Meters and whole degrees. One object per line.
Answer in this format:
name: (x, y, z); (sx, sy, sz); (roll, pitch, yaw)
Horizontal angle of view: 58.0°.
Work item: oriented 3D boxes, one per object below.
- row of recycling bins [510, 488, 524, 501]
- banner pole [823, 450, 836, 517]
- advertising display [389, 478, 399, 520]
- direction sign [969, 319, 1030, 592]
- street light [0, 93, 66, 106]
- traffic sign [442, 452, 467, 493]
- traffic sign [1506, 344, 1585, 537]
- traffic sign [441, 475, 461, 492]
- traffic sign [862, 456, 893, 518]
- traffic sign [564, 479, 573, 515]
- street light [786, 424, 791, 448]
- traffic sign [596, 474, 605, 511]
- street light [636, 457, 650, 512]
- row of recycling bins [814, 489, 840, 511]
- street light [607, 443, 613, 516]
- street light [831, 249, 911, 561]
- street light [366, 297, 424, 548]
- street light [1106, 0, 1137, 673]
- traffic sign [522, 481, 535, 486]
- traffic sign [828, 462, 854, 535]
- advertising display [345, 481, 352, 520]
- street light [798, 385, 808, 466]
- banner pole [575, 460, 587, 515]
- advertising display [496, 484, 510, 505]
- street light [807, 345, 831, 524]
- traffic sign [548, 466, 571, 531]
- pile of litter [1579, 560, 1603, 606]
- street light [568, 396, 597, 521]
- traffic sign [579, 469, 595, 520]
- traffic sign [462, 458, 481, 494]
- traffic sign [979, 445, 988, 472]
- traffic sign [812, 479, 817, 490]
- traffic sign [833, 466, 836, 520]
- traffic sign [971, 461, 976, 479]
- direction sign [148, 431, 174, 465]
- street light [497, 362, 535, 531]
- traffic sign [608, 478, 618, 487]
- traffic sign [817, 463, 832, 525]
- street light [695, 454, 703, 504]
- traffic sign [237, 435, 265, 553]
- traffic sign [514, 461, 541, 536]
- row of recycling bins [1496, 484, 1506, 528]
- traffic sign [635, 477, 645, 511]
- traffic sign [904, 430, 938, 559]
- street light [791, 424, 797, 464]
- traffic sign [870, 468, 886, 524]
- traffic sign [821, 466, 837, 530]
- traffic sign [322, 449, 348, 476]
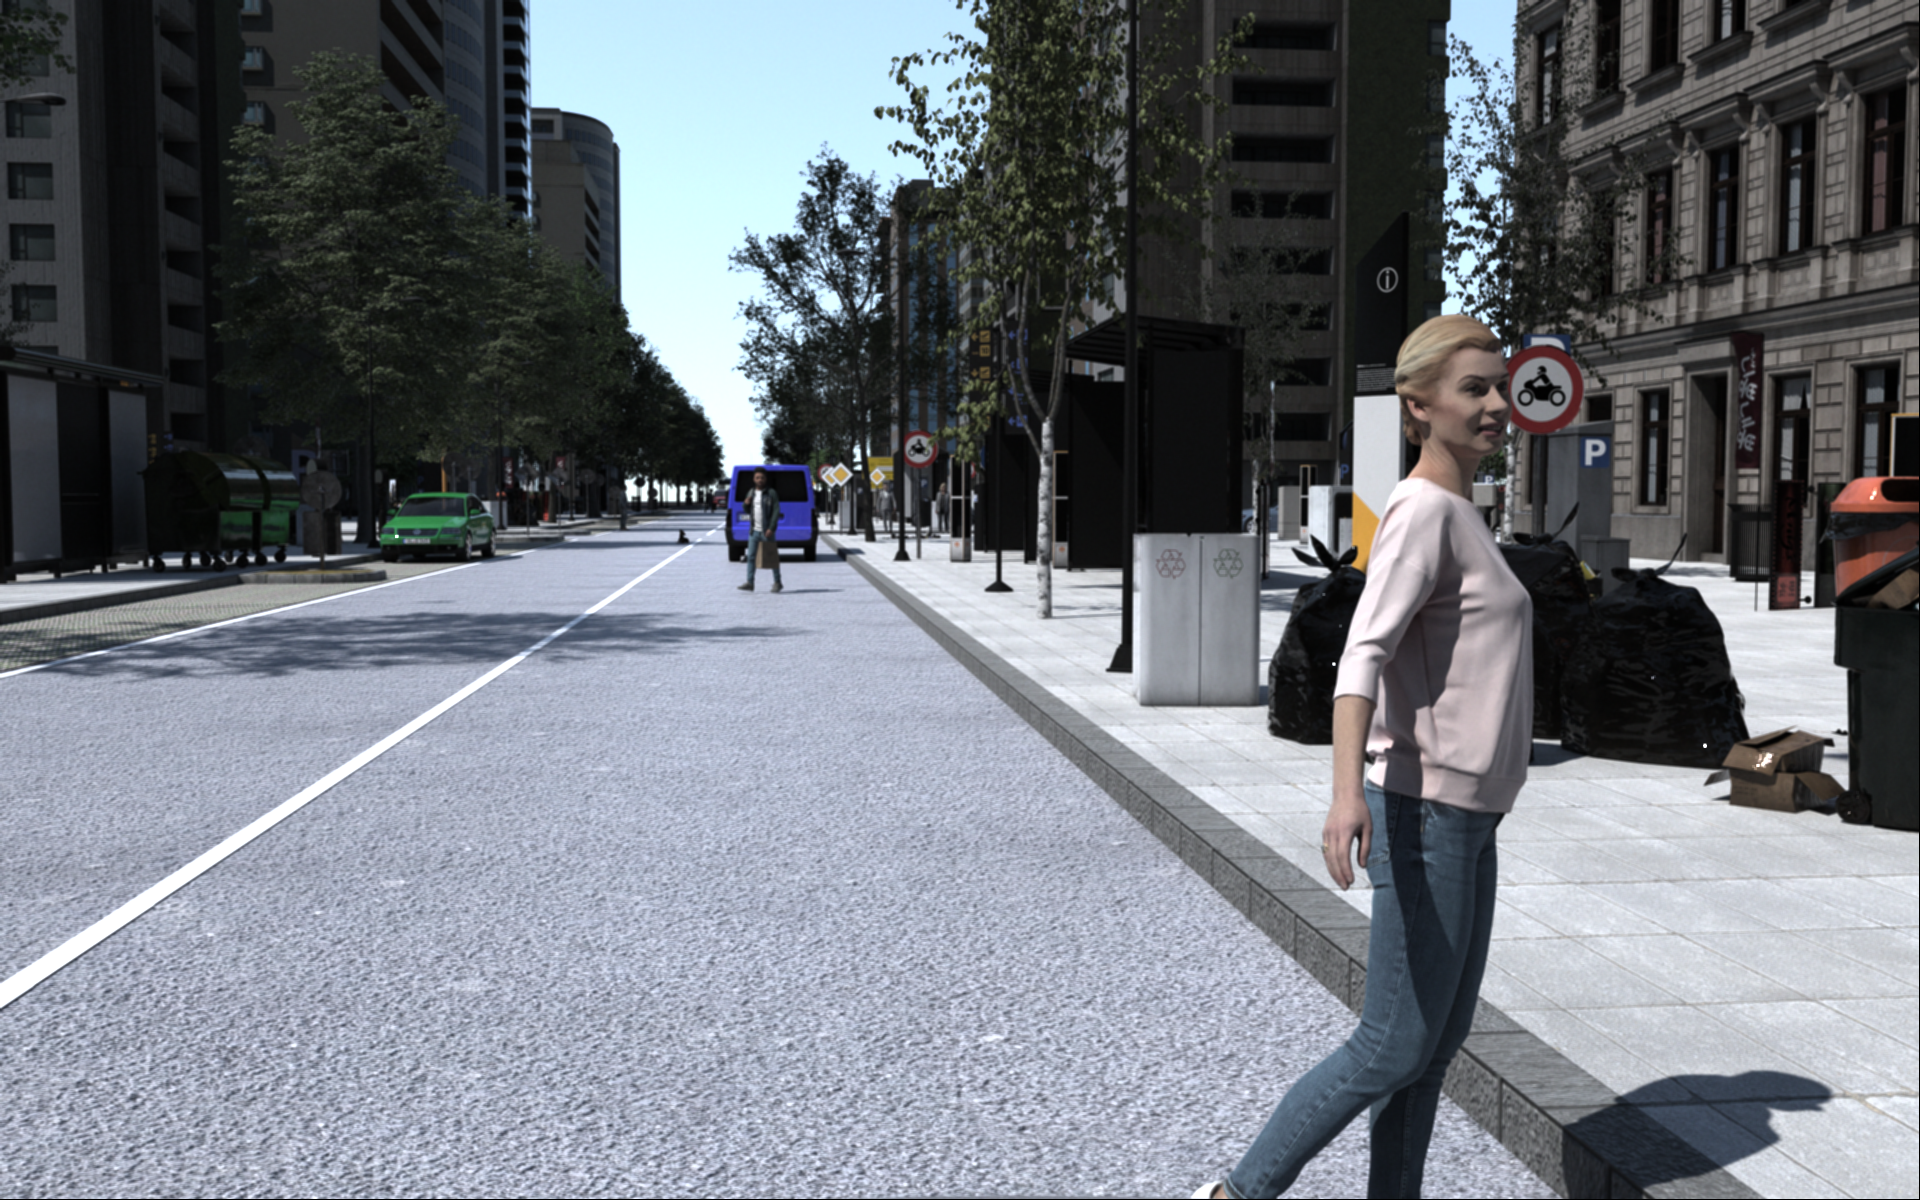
row of recycling bins: (-29.613, -6.642, 115.705); (3.534, 1.692, 1.069); (3, 5, 42)
banner pole: (-7.329, -6.595, 97.844); (0.863, 3.779, 0.401); (-3, 4, -37)
advertising display: (-23.369, -4.056, 71.531); (0.123, 1.923, 0.974); (-2, 4, -34)
direction sign: (0.513, -1.880, 22.740); (0.876, 3.537, 0.379); (2, 4, 27)
street light: (-11.072, -2.915, 20.197); (1.470, 5.913, 1.316); (0, 4, -6)
traffic sign: (-15.324, -3.206, 52.530); (0.768, 2.556, 0.104); (0, 4, 1)
traffic sign: (4.941, -0.900, 14.827); (0.768, 2.556, 0.104); (0, 4, -6)
traffic sign: (-22.551, -4.693, 76.727); (0.884, 2.594, 0.081); (0, 4, 1)
traffic sign: (-4.178, -6.091, 93.454); (2.265, 3.308, 0.079); (0, 4, 2)
traffic sign: (-24.515, -6.587, 107.697); (0.884, 2.594, 0.081); (0, 4, -2)
street light: (-10.671, -8.715, 115.026); (1.470, 5.913, 1.316); (0, 4, -6)
traffic sign: (-22.793, -6.683, 109.372); (0.768, 2.556, 0.104); (0, 4, -4)
street light: (-22.474, -9.247, 123.722); (1.470, 5.913, 1.316); (0, 4, -6)
row of recycling bins: (-10.775, -7.647, 132.135); (3.534, 1.692, 1.069); (-1, 4, -10)
street light: (-20.295, -7.977, 102.969); (1.470, 5.913, 1.316); (0, 4, -6)
street light: (-1.653, -3.702, 33.074); (1.470, 5.913, 1.316); (0, 4, -6)
street light: (-13.349, -4.183, 40.940); (1.470, 5.913, 1.316); (0, 4, -6)
street light: (0.691, -2.434, 12.339); (1.470, 5.913, 1.316); (0, 4, -6)
traffic sign: (-21.604, -5.176, 86.762); (0.606, 2.300, 0.079); (0, 4, -4)
traffic sign: (-3.708, -3.074, 53.903); (0.795, 2.450, 0.064); (0, 4, -6)
advertising display: (-30.646, -4.991, 86.815); (0.123, 1.923, 0.974); (-2, 4, -30)
street light: (-5.967, -6.150, 73.100); (1.470, 5.913, 1.316); (0, 4, -6)
banner pole: (-23.423, -7.146, 106.850); (0.401, 3.779, 0.863); (3, 5, 43)
advertising display: (-28.741, -6.335, 108.792); (0.974, 1.923, 0.123); (0, 4, 4)
street light: (-3.902, -4.972, 53.832); (1.470, 5.913, 1.316); (0, 4, -6)
traffic sign: (-14.068, -3.497, 60.824); (0.795, 2.450, 0.064); (0, 4, -6)
pile of litter: (4.360, 0.089, 12.507); (1.719, 0.858, 1.176); (2, 4, 33)
street light: (-17.904, -6.702, 82.118); (1.470, 5.913, 1.316); (0, 4, -6)
traffic sign: (-18.629, -5.287, 86.542); (0.768, 2.556, 0.104); (0, 4, -5)
traffic sign: (-17.313, -3.738, 61.215); (0.768, 2.556, 0.104); (0, 4, 0)
traffic sign: (0.838, -2.571, 42.141); (0.768, 2.556, 0.104); (0, 3, 0)
traffic sign: (-9.649, -6.908, 114.129); (0.795, 2.450, 0.064); (0, 4, 3)
traffic sign: (-5.684, -4.732, 77.476); (0.768, 2.556, 0.104); (0, 4, 1)
traffic sign: (0.223, -3.850, 63.046); (0.768, 2.556, 0.104); (0, 4, 2)
direction sign: (-28.714, -4.297, 62.254); (0.876, 3.537, 0.379); (-1, 4, -17)
street light: (-15.642, -5.407, 60.941); (1.470, 5.913, 1.316); (0, 4, -6)
traffic sign: (-27.064, -8.257, 135.104); (0.768, 2.556, 0.104); (0, 4, 1)
traffic sign: (-5.552, -4.411, 72.220); (0.768, 2.556, 0.104); (0, 4, 3)
street light: (-30.652, -13.843, 198.876); (1.470, 5.913, 1.316); (0, 4, -6)
traffic sign: (-15.366, -2.292, 37.576); (0.768, 2.556, 0.104); (0, 4, -4)
traffic sign: (-13.197, -3.012, 52.886); (0.795, 2.450, 0.064); (0, 4, -6)
row of recycling bins: (20.631, -3.631, 66.473); (1.069, 1.692, 3.534); (-3, 5, -39)
traffic sign: (-23.872, -7.903, 129.314); (0.768, 2.556, 0.104); (0, 4, -3)
traffic sign: (-0.816, -2.094, 34.336); (0.768, 2.556, 0.104); (0, 4, -5)
street light: (-8.270, -7.419, 93.839); (1.470, 5.913, 1.316); (0, 4, -6)
traffic sign: (-3.615, -4.539, 75.404); (0.795, 2.450, 0.064); (0, 4, -3)
traffic sign: (-4.578, -3.560, 61.840); (0.795, 2.450, 0.064); (0, 4, -6)
traffic sign: (-14.308, -2.296, 39.670); (0.606, 2.300, 0.079); (0, 4, 2)
